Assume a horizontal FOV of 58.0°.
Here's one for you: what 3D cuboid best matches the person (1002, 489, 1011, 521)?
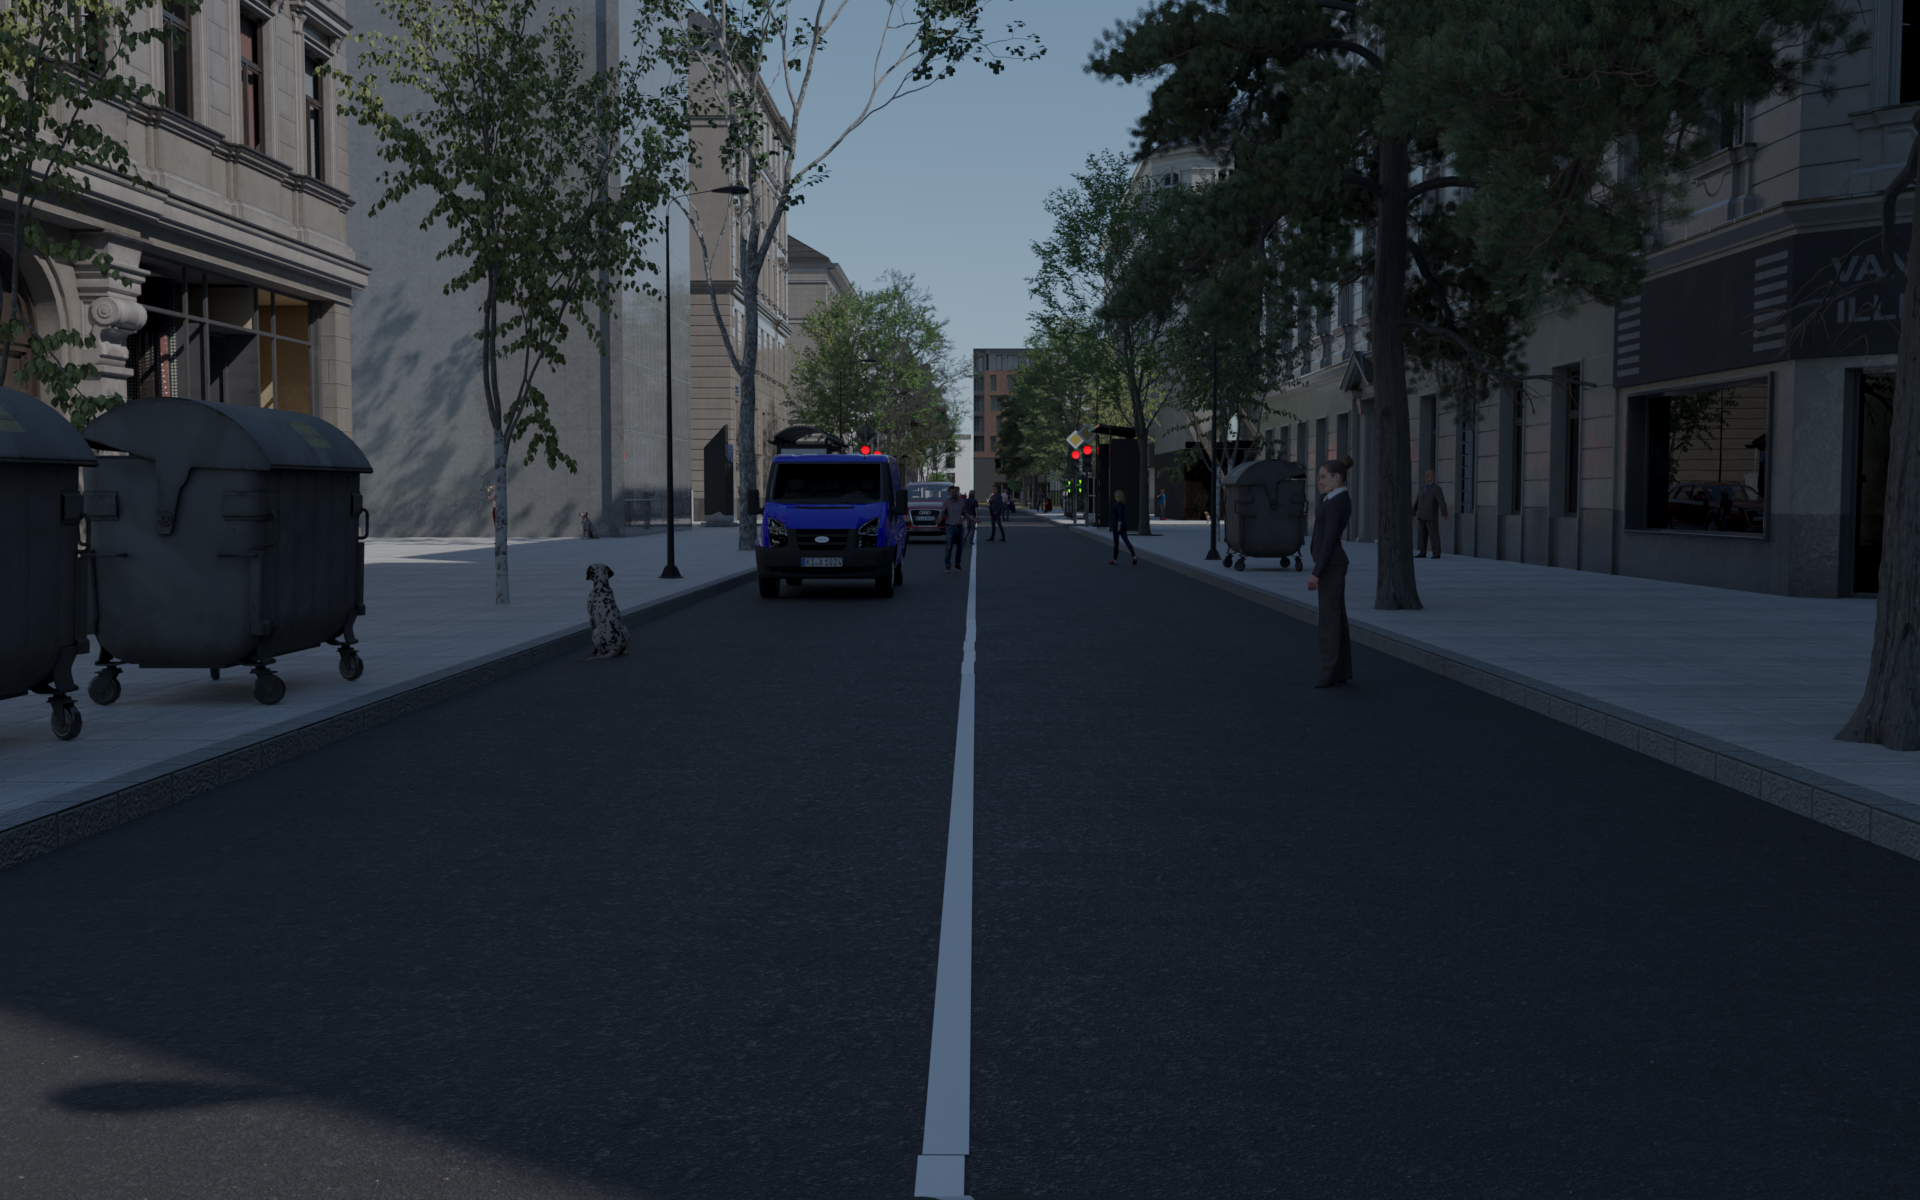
[{"bbox_3d":[2.431,-5.073,92.387,0.436,1.711,0.756,-1,4,-22],"label":"person"}]

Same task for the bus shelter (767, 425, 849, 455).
[{"bbox_3d":[-4.644,-3.663,53.806,2.014,3.302,5.546,0,4,1],"label":"bus shelter"}]

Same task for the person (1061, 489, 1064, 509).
[{"bbox_3d":[9.056,-8.731,149.323,0.750,1.759,0.617,0,4,0],"label":"person"}]

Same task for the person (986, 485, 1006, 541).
[{"bbox_3d":[1.088,-2.641,52.600,0.530,1.710,0.541,-1,4,-21],"label":"person"}]

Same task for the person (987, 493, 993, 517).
[{"bbox_3d":[1.944,-5.967,108.751,0.600,1.496,0.574,-3,4,-39],"label":"person"}]

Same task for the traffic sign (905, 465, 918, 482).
[{"bbox_3d":[-4.092,-7.866,122.474,2.265,3.308,0.079,0,4,1],"label":"traffic sign"}]

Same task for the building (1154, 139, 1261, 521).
[{"bbox_3d":[19.148,-13.485,87.939,16.811,18.784,16.820,0,4,1],"label":"building"}]

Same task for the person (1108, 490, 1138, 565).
[{"bbox_3d":[3.308,-1.472,35.114,0.613,1.512,0.480,1,4,9],"label":"person"}]

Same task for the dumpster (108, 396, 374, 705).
[{"bbox_3d":[-4.701,-0.331,11.167,1.264,1.857,1.865,0,4,0],"label":"dumpster"}]

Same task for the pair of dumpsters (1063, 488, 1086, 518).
[{"bbox_3d":[6.423,-5.531,92.926,1.574,2.255,4.436,0,4,1],"label":"pair of dumpsters"}]

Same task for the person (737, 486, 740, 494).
[{"bbox_3d":[-8.010,-3.451,63.276,0.445,1.727,0.742,-3,5,-44],"label":"person"}]

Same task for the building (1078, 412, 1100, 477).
[{"bbox_3d":[16.091,-14.293,175.838,9.099,9.664,28.070,0,4,1],"label":"building"}]

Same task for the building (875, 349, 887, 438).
[{"bbox_3d":[-15.665,-20.801,196.523,16.016,20.091,11.380,0,4,1],"label":"building"}]

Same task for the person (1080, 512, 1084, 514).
[{"bbox_3d":[7.929,-6.296,112.172,0.799,1.438,0.628,-1,4,-9],"label":"person"}]

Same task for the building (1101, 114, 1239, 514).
[{"bbox_3d":[20.096,-21.513,128.152,17.030,29.872,44.131,0,4,1],"label":"building"}]

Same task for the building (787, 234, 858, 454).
[{"bbox_3d":[-13.890,-16.764,125.004,10.553,20.767,40.483,0,4,1],"label":"building"}]

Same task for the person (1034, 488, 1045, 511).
[{"bbox_3d":[5.914,-7.383,127.311,0.990,1.755,0.434,2,4,30],"label":"person"}]

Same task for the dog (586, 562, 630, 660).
[{"bbox_3d":[-3.194,0.093,15.317,0.513,0.831,0.800,1,4,10],"label":"dog"}]

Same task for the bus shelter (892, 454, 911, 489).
[{"bbox_3d":[-3.947,-6.945,104.829,1.731,3.624,6.357,0,4,0],"label":"bus shelter"}]

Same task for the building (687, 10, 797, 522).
[{"bbox_3d":[-16.111,-18.032,92.091,12.463,27.353,25.104,0,4,1],"label":"building"}]

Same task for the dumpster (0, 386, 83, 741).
[{"bbox_3d":[-5.171,-0.154,8.281,1.264,1.857,1.865,0,4,1],"label":"dumpster"}]

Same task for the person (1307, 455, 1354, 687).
[{"bbox_3d":[2.742,-0.235,13.141,0.445,1.727,0.742,-1,4,-13],"label":"person"}]

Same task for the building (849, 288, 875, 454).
[{"bbox_3d":[-16.283,-18.363,156.651,16.016,20.091,11.380,0,4,1],"label":"building"}]

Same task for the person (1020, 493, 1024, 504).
[{"bbox_3d":[8.237,-13.458,226.757,0.721,1.739,1.217,3,5,40],"label":"person"}]

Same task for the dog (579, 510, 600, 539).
[{"bbox_3d":[-10.420,-2.131,49.224,0.800,0.831,0.513,-1,4,-13],"label":"dog"}]

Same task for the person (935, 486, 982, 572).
[{"bbox_3d":[-0.107,-1.312,31.910,0.963,1.587,0.435,-2,4,-32],"label":"person"}]

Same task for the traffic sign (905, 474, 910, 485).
[{"bbox_3d":[-3.518,-6.878,112.451,0.884,2.594,0.081,0,4,1],"label":"traffic sign"}]

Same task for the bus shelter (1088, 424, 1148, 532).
[{"bbox_3d":[5.560,-4.271,61.118,1.731,3.624,6.357,0,4,1],"label":"bus shelter"}]

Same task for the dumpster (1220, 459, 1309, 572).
[{"bbox_3d":[5.149,-1.440,29.297,1.264,1.857,1.865,0,4,1],"label":"dumpster"}]

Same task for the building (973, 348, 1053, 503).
[{"bbox_3d":[18.237,-25.018,253.023,32.646,21.610,27.936,0,4,1],"label":"building"}]

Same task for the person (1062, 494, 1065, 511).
[{"bbox_3d":[8.185,-7.763,133.639,0.551,1.740,0.621,-2,4,-31],"label":"person"}]

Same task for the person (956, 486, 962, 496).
[{"bbox_3d":[-0.089,-3.140,60.770,0.436,1.711,0.756,1,4,13],"label":"person"}]

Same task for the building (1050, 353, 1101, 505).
[{"bbox_3d":[19.827,-20.773,206.098,16.747,18.905,31.486,0,4,1],"label":"building"}]

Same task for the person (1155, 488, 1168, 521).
[{"bbox_3d":[9.762,-4.631,83.635,0.662,1.594,0.647,2,4,26],"label":"person"}]

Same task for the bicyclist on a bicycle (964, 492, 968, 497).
[{"bbox_3d":[0.586,-10.968,189.354,1.499,1.676,1.625,0,4,1],"label":"bicyclist on a bicycle"}]

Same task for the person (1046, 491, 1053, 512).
[{"bbox_3d":[6.440,-7.130,125.089,0.387,1.526,0.523,3,5,44],"label":"person"}]

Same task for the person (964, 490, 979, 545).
[{"bbox_3d":[0.235,-2.322,48.675,0.471,1.553,0.569,-1,4,-22],"label":"person"}]

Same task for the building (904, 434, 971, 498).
[{"bbox_3d":[-12.497,-18.451,243.812,28.070,9.664,9.099,0,4,1],"label":"building"}]

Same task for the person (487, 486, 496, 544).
[{"bbox_3d":[-11.879,-2.260,44.446,0.517,1.644,0.566,-1,4,-9],"label":"person"}]

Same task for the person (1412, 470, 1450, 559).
[{"bbox_3d":[9.333,-1.707,34.501,0.434,1.755,0.990,-2,4,-27],"label":"person"}]
